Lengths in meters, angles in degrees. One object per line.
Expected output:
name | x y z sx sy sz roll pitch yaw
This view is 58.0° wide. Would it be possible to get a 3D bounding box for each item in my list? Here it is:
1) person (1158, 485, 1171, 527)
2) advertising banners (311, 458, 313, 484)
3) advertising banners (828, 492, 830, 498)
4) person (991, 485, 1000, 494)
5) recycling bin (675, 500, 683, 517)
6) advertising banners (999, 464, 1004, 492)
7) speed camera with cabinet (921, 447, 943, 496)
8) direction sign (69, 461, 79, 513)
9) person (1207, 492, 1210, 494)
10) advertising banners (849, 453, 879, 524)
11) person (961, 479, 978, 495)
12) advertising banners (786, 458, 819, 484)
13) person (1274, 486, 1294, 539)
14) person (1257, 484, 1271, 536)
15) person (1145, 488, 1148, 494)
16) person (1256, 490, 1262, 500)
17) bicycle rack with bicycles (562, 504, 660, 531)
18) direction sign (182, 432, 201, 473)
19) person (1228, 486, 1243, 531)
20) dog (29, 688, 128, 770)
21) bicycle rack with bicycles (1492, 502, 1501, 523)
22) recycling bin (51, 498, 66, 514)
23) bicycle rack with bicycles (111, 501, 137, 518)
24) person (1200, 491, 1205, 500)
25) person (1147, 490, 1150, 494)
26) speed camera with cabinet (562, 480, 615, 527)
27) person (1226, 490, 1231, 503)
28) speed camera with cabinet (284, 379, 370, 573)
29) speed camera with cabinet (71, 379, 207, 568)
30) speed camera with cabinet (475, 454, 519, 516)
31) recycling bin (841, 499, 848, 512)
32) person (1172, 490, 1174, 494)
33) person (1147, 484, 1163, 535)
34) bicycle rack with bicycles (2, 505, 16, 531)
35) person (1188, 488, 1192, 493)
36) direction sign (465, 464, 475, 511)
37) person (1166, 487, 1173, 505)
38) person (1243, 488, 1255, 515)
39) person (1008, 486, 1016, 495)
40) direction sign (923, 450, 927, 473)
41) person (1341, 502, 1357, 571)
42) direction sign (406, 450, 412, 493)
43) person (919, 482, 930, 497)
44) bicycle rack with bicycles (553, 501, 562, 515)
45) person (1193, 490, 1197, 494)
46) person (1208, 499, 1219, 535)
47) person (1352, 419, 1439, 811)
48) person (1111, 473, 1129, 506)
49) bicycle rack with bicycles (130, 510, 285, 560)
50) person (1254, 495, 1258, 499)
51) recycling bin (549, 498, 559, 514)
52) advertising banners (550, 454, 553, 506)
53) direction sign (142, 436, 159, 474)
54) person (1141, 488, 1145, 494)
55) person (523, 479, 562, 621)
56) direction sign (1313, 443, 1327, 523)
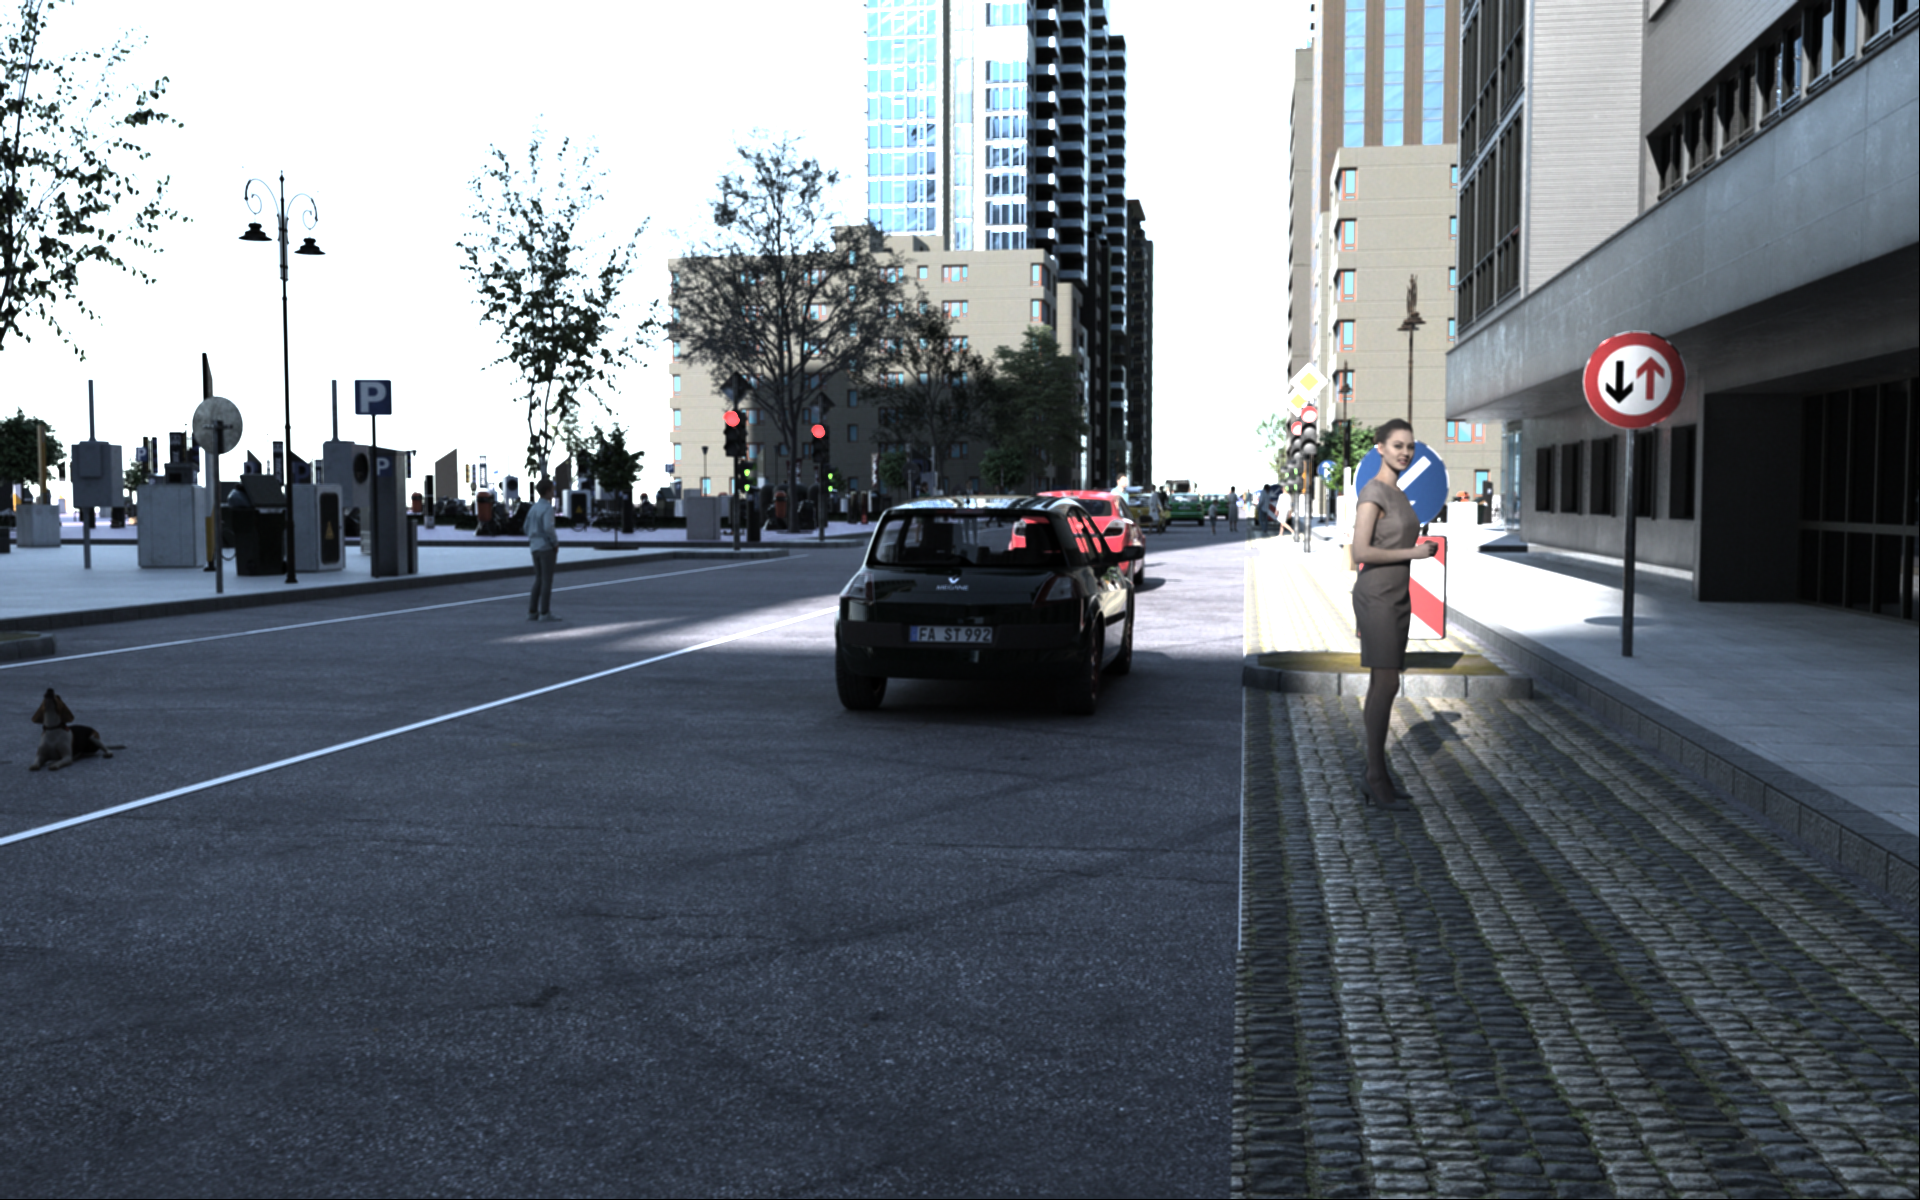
person | 8.467 -4.006 74.218 0.699 1.804 1.509 -1 4 -18
advertising banners | -31.734 -5.401 84.496 0.090 3.025 2.074 -1 4 -10
advertising banners | -8.608 -6.910 109.171 0.090 3.025 2.074 2 4 31
person | 1.501 -4.043 74.517 0.836 1.842 0.656 0 4 8
recycling bin | -12.744 -4.148 80.370 0.722 1.027 0.722 -3 5 -41
advertising banners | 2.241 -6.454 101.706 0.090 3.025 2.074 1 4 20
speed camera with cabinet | -1.177 -4.810 72.975 0.660 3.252 2.038 1 4 11
direction sign | -61.362 -7.844 120.248 0.379 3.537 0.876 2 4 33
person | 22.991 -9.149 159.554 0.593 1.643 0.415 -2 4 -35
advertising banners | -4.098 -4.760 74.012 0.090 3.025 2.074 -3 5 -41
person | 0.306 -2.403 47.566 0.659 1.850 0.755 -1 4 -9
advertising banners | -8.044 -5.733 89.930 2.074 3.025 0.090 1 4 13
person | 10.209 -2.752 54.250 0.760 1.731 0.466 2 4 27
person | 10.396 -3.082 59.152 0.793 1.790 0.793 1 4 12
person | 12.151 -6.380 112.922 0.767 1.812 0.694 -1 4 -15
person | 23.904 -7.853 137.680 0.721 1.735 1.217 -1 4 -21
bicycle rack with bicycles | -11.752 -2.869 60.291 2.925 0.926 2.852 1 4 16
direction sign | -28.268 -4.380 63.609 0.379 3.537 0.876 2 4 28
person | 10.609 -3.530 66.791 0.480 1.755 0.524 3 5 41
dog | -4.738 0.663 9.348 0.550 0.427 0.748 3 4 36
bicycle rack with bicycles | 24.504 -3.848 76.294 2.925 0.926 2.852 -2 4 -33
recycling bin | -57.357 -5.963 110.048 0.722 1.027 0.722 1 4 18
bicycle rack with bicycles | -43.569 -4.792 91.731 2.925 0.926 2.852 2 4 26
person | 21.879 -9.004 156.423 0.721 1.736 1.217 -1 4 -14
person | 16.455 -8.712 150.958 0.705 1.821 1.348 -1 4 -17
speed camera with cabinet | -14.647 -4.532 68.435 2.038 3.252 0.660 -2 4 -35
person | 20.643 -7.566 132.751 0.990 1.755 0.434 1 4 15
speed camera with cabinet | -10.645 -2.131 29.175 0.660 3.252 2.038 0 4 6
speed camera with cabinet | -14.261 -2.186 30.085 2.038 3.252 0.660 0 4 -5
speed camera with cabinet | -22.793 -5.562 85.273 2.038 3.252 0.660 -2 4 -35
recycling bin | -6.271 -5.092 95.808 0.722 1.027 0.722 -2 4 -33
person | 16.170 -7.535 132.235 0.617 1.759 0.750 -2 4 -28
person | 6.748 -3.127 59.972 0.624 1.780 0.694 0 4 7
bicycle rack with bicycles | -31.653 -2.643 56.588 2.852 0.926 2.925 -1 4 -11
person | 14.105 -5.934 105.795 0.520 1.790 0.573 3 4 39
direction sign | -36.302 -8.354 128.587 0.876 3.537 0.379 -3 4 -37
person | 12.094 -5.635 100.405 0.659 1.850 0.755 2 4 26
person | 19.801 -6.756 118.952 0.794 1.824 0.713 -1 4 -16
person | 2.578 -4.678 85.106 0.853 1.813 0.709 -3 4 -38
direction sign | -1.821 -6.005 90.185 0.379 3.537 0.876 0 4 7
person | 5.695 -0.930 24.192 0.515 1.767 0.782 -3 4 -36
direction sign | -28.446 -5.925 88.876 0.379 3.537 0.876 2 4 26
person | -1.062 -2.593 51.139 0.529 1.795 0.600 1 4 12
bicycle rack with bicycles | -21.060 -4.899 93.473 2.852 0.926 2.925 0 4 2
person | 20.880 -8.876 153.629 0.705 1.823 1.348 0 4 -6
person | 8.905 -2.919 60.916 0.352 1.250 0.332 -1 4 -11
person | 2.011 0.049 8.046 0.374 1.781 0.599 2 4 32
person | 2.965 -1.476 32.652 0.620 1.820 0.660 2 4 34
bicycle rack with bicycles | -13.595 -1.202 33.040 2.852 0.926 2.925 0 4 4
person | 27.857 -9.320 161.664 1.217 1.735 0.721 3 4 37
recycling bin | -25.862 -5.942 109.704 0.722 1.027 0.722 1 4 14
advertising banners | -17.680 -4.817 74.943 0.090 3.025 2.074 -1 4 -9
direction sign | -31.659 -4.636 67.798 0.379 3.537 0.876 1 4 11
person | 8.913 -4.619 84.766 0.760 1.731 0.466 -1 4 -9
person | -4.693 -0.566 19.569 0.330 1.601 0.589 -2 4 -34
direction sign | 16.096 -5.200 77.023 0.876 3.537 0.379 -1 4 -13
